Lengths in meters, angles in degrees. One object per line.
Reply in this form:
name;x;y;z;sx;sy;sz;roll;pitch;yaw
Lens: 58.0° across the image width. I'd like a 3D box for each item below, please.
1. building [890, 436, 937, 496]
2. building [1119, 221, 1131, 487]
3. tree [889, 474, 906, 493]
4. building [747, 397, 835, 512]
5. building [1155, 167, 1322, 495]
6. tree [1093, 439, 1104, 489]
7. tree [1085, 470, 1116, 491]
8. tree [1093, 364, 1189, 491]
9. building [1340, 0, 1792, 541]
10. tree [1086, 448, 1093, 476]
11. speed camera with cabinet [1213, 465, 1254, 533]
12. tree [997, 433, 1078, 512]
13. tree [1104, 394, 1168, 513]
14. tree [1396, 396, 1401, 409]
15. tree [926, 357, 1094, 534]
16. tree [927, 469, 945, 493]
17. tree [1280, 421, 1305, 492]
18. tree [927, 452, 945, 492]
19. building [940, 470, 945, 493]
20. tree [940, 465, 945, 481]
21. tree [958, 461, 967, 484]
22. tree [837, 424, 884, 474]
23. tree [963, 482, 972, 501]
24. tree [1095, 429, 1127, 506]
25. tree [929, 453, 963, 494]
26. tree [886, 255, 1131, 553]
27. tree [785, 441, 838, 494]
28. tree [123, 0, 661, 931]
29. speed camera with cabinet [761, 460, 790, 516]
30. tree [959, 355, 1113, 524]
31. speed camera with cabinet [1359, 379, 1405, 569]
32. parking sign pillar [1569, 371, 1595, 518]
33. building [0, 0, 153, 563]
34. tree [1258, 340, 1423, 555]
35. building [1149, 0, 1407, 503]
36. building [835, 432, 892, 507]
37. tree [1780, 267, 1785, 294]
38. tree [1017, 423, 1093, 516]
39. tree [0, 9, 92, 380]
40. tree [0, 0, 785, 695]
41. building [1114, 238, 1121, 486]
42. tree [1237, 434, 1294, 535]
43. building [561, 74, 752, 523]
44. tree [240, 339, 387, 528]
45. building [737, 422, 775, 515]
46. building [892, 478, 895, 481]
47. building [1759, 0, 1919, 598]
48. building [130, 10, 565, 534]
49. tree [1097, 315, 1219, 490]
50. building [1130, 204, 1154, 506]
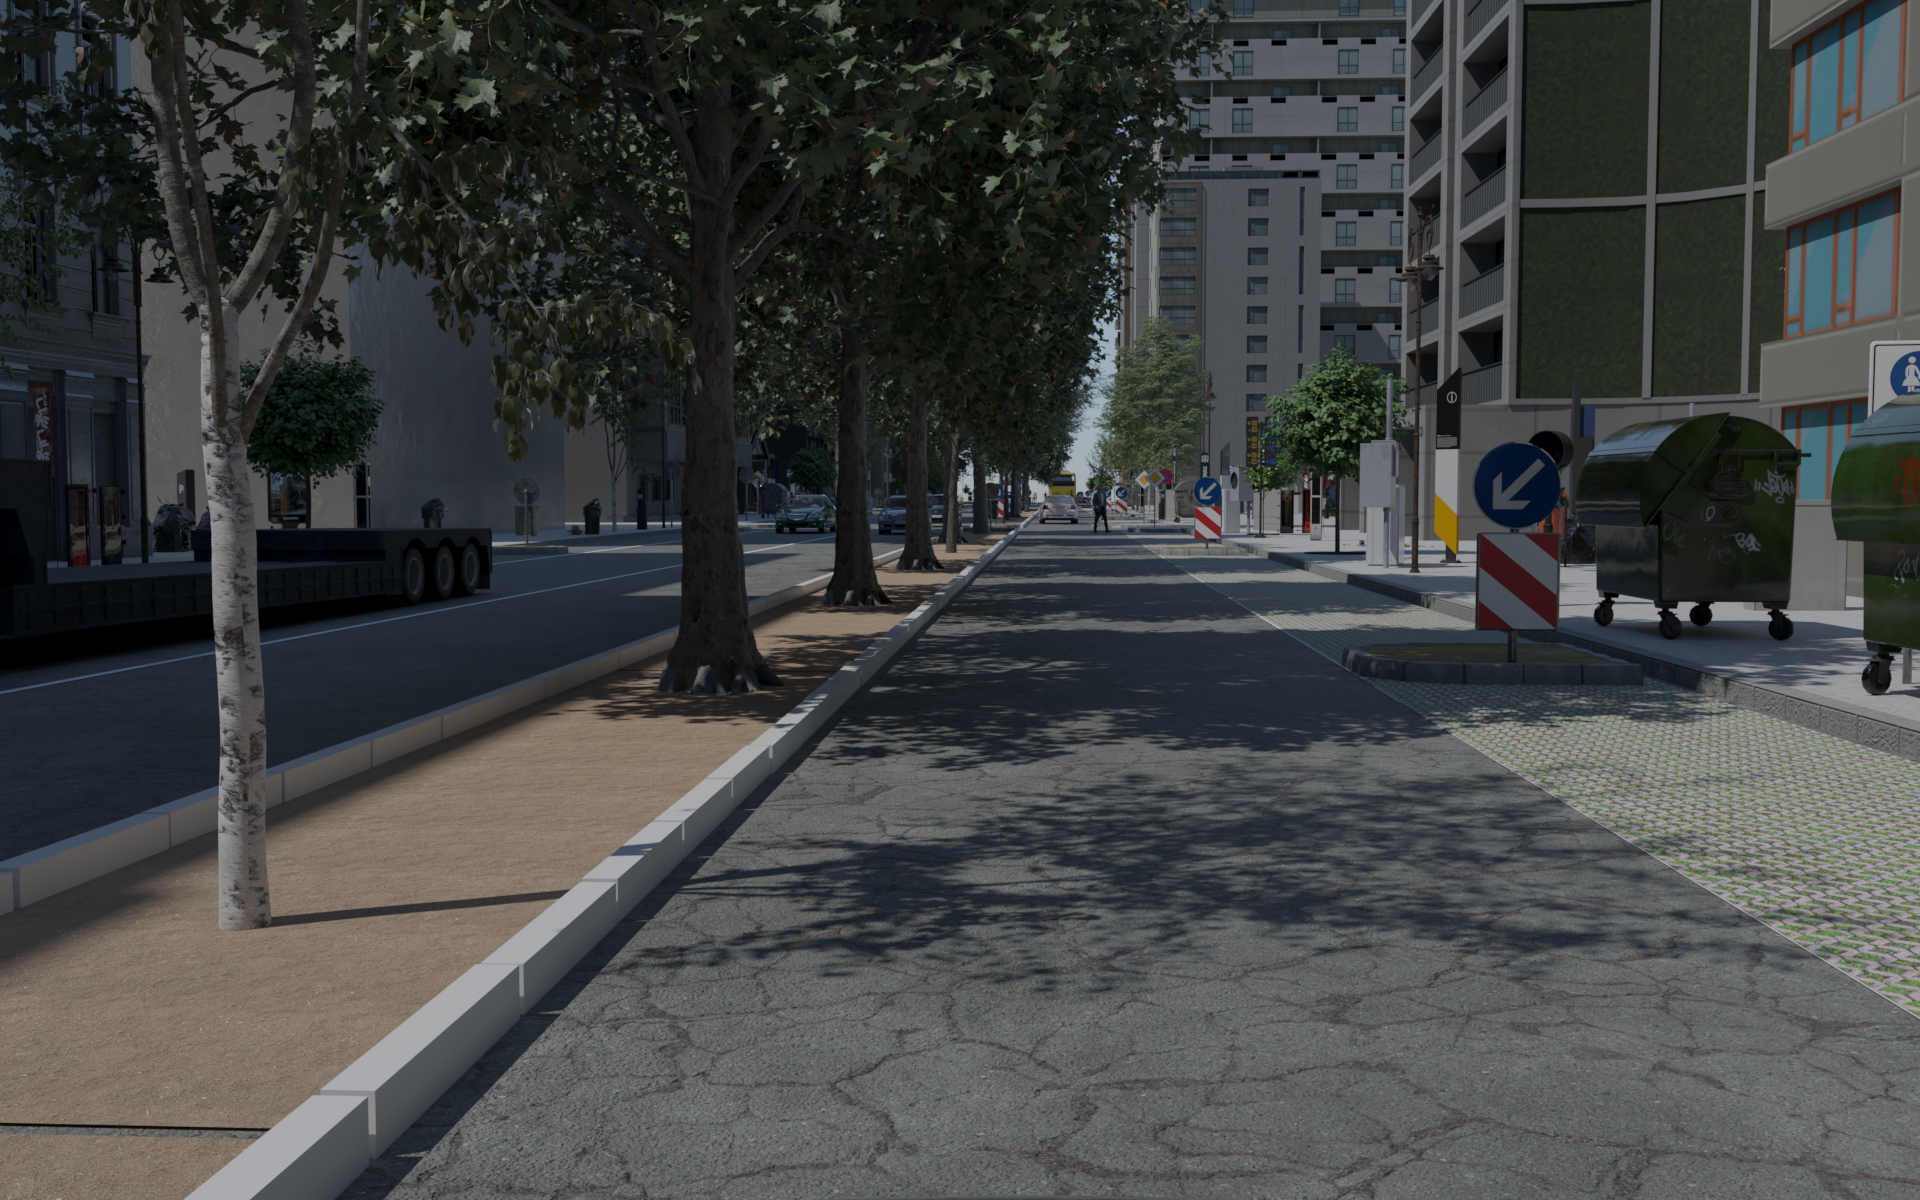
building;-10.518;-37.556;264.146;14.600;45.320;14.200;0;4;3
building;29.551;-36.181;241.671;14.600;45.320;14.200;0;4;3
tree;-5.812;-10.334;163.564;1.663;3.219;1.824;0;3;0
building;-16.609;-18.435;131.088;12.332;23.373;15.834;0;4;3
building;24.756;-23.580;157.236;14.160;30.474;14.107;0;4;3
tree;14.796;-12.039;147.199;4.737;8.622;4.395;0;3;0
tree;20.885;-17.061;262.656;4.285;4.588;4.351;0;3;0
tree;14.146;-12.883;136.388;9.928;11.665;9.643;0;3;0
building;23.171;-37.377;49.372;20.563;71.187;20.611;0;4;3
tree;14.589;-12.735;158.575;4.737;8.622;4.395;0;3;0
speed camera with cabinet;8.910;-3.801;56.486;0.660;3.252;2.038;-1;4;-15
tree;5.343;-13.140;135.431;7.486;12.596;7.792;0;3;0
tree;12.803;-10.261;118.133;4.737;8.622;4.395;0;3;0
tree;32.282;-10.764;126.347;4.360;8.622;3.978;0;3;0
tree;0.766;-9.327;61.601;9.857;13.997;8.962;0;3;0
tree;-3.510;-14.010;212.775;4.285;4.588;4.351;0;3;0
tree;28.439;-11.902;144.958;4.360;8.622;3.978;0;3;0
tree;-3.805;-15.045;196.344;4.737;8.622;4.395;0;3;0
building;-15.460;-27.045;287.230;27.650;21.520;28.899;0;4;3
tree;-2.059;-18.087;246.081;4.360;8.622;3.978;0;3;0
tree;-0.856;-19.062;262.024;4.737;8.622;4.395;0;3;0
tree;-7.729;-11.144;132.568;4.737;8.622;4.395;0;3;0
tree;1.067;-17.758;284.946;1.663;3.219;1.824;0;3;0
tree;16.134;-14.086;180.665;4.360;8.622;3.978;0;3;0
tree;-2.406;-18.865;226.575;7.486;12.596;7.792;0;3;0
tree;-0.257;-6.382;41.223;8.767;10.594;7.601;0;4;3
tree;-9.134;-7.580;107.654;4.285;4.588;4.351;0;3;0
tree;-2.360;-3.205;5.222;4.360;8.622;3.978;0;3;0
speed camera with cabinet;-10.692;-6.486;100.389;2.038;3.252;0.660;3;5;45
tree;2.500;-11.073;93.870;12.009;13.543;11.850;0;3;0
speed camera with cabinet;7.470;-2.219;30.611;0.660;3.252;2.038;1;4;21
parking sign pillar;13.892;-3.075;38.752;1.447;3.967;1.447;1;4;17
building;-21.858;-10.849;26.529;9.793;20.994;18.267;0;4;3
tree;8.196;-3.264;37.078;4.285;4.588;4.351;0;3;0
building;33.466;-35.940;176.861;28.713;52.752;27.495;0;4;3
building;-21.653;-19.565;164.919;27.650;21.520;28.899;0;4;3
tree;17.716;-4.992;31.981;4.737;8.622;4.395;0;3;0
tree;3.688;-11.402;114.634;9.928;11.665;9.643;0;3;0
tree;-13.996;-4.453;23.165;4.737;8.622;4.395;0;3;0
tree;-1.820;-5.678;12.304;9.611;12.733;9.660;0;3;0
building;37.213;-38.964;291.688;22.147;44.769;28.867;0;4;3
tree;9.490;-3.633;54.006;1.663;3.219;1.824;0;3;0
building;-19.715;-18.061;88.810;14.314;27.812;24.014;0;4;3
tree;-13.251;-3.134;34.947;4.285;4.588;4.351;0;3;0
building;-20.440;-14.806;109.534;16.820;18.784;16.811;0;4;3
building;-21.732;-36.907;192.675;28.713;52.752;27.495;0;4;3
building;24.324;-10.021;8.878;27.650;21.520;28.899;0;4;3
building;-32.064;-15.285;54.418;34.151;26.468;19.350;0;4;3
tree;12.666;-11.771;110.575;7.486;12.596;7.792;0;3;0
building;30.758;-40.547;204.941;21.231;58.520;28.212;0;4;3
